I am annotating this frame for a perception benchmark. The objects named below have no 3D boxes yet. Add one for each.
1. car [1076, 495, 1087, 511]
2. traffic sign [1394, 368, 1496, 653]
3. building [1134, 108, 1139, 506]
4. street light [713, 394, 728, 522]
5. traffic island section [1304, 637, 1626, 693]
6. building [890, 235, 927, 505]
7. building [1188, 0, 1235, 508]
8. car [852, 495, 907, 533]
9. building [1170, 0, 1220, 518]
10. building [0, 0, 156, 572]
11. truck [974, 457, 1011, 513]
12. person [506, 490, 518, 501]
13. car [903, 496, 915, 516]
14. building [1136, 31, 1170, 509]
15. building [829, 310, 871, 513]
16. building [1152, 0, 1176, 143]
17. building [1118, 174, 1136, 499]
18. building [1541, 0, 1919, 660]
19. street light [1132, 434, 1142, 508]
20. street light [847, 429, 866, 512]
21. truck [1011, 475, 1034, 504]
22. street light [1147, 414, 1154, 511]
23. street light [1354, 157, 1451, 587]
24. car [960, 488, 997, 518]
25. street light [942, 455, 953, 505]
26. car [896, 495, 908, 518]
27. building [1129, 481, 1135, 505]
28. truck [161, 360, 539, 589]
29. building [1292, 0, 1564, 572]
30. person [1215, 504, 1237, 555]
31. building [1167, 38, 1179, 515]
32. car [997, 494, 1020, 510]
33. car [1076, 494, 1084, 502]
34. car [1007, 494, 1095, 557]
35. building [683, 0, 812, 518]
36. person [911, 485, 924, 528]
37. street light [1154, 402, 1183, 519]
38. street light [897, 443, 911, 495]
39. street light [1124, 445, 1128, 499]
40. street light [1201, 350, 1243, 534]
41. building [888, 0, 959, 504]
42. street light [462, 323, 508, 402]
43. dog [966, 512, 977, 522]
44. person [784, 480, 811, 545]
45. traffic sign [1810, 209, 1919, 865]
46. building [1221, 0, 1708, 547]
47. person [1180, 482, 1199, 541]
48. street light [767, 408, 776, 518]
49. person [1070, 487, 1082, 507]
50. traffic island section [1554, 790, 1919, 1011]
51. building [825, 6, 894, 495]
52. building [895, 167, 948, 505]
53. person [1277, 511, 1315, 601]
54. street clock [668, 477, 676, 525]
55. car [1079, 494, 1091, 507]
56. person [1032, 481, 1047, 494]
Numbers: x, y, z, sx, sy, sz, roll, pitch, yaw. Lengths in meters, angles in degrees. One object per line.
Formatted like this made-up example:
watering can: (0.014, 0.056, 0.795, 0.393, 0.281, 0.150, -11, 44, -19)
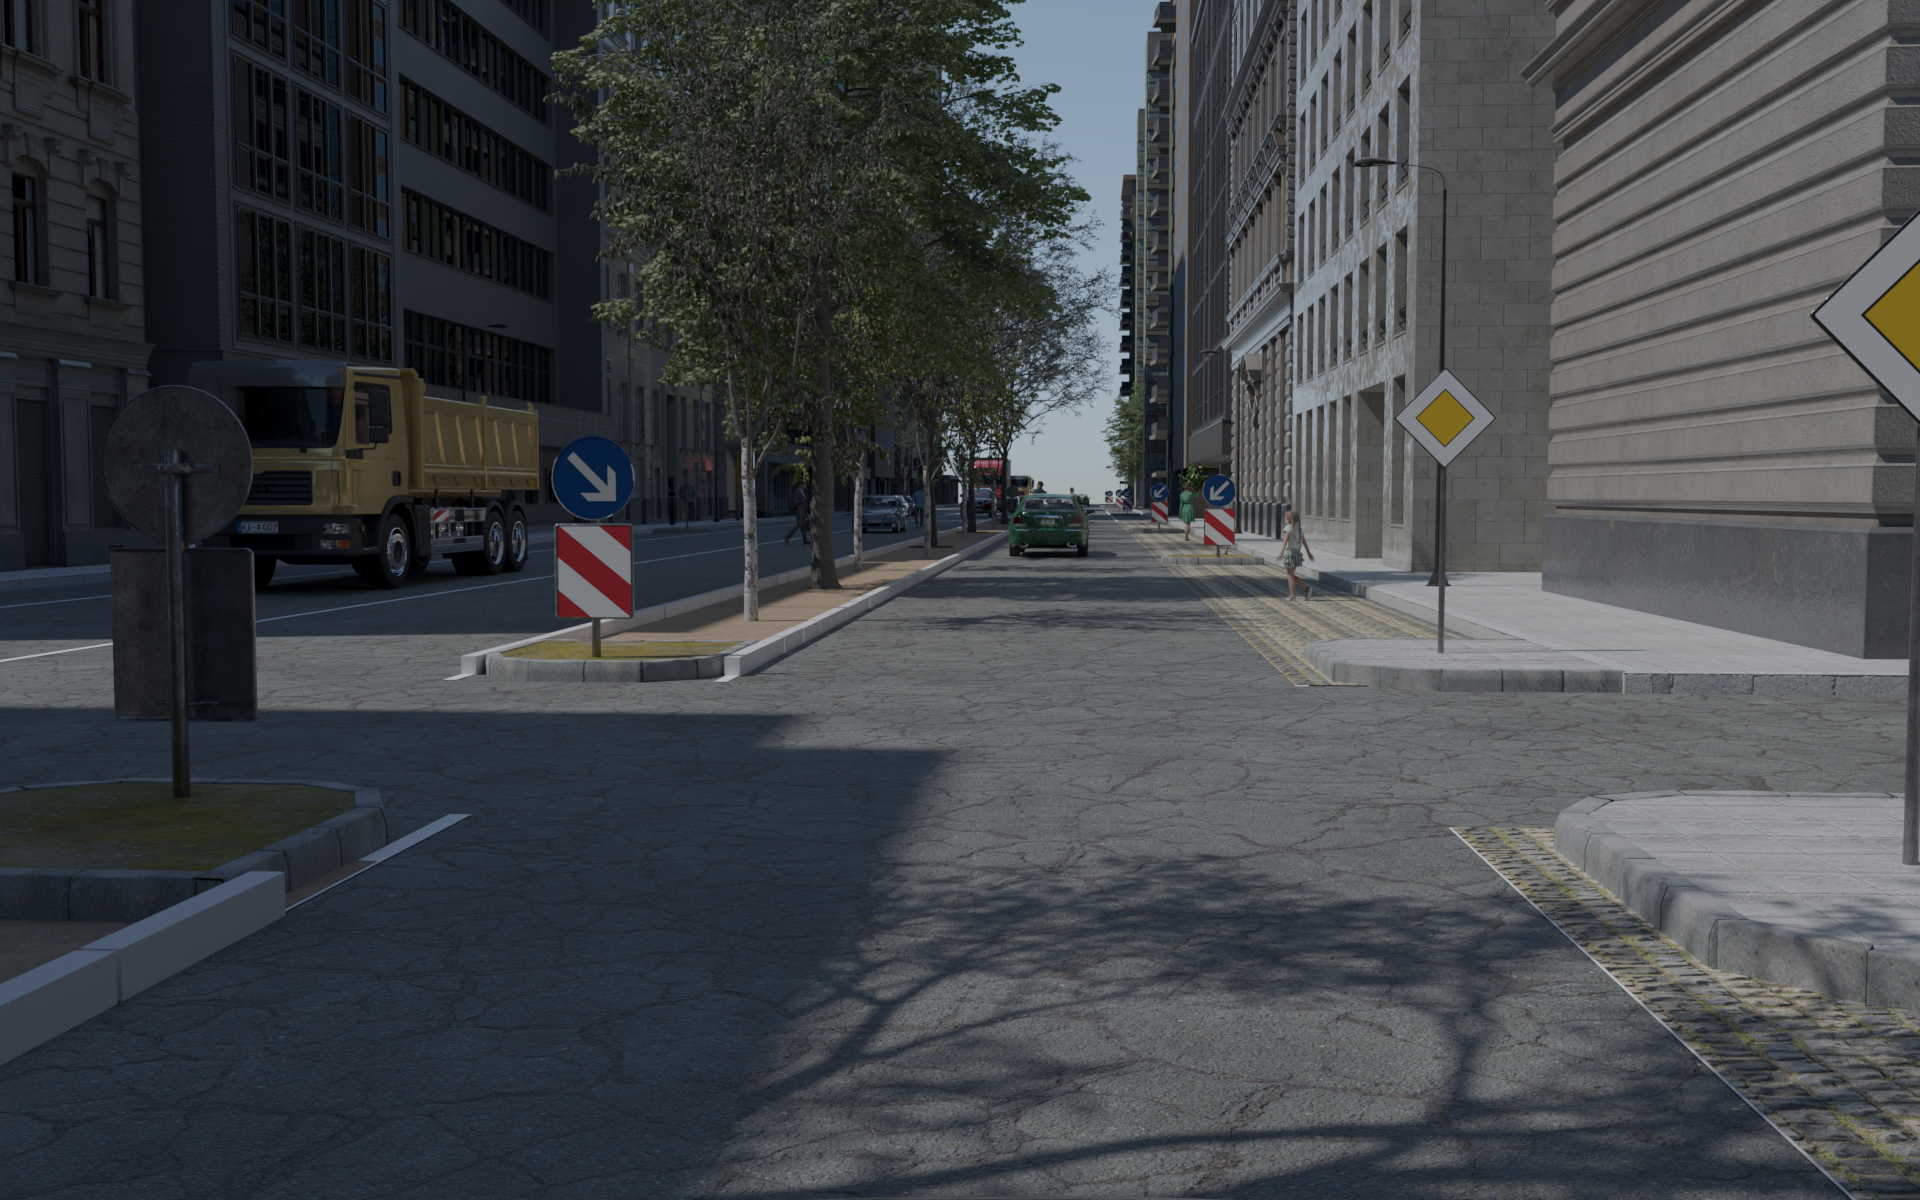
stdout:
car: (5.332, -4.706, 86.735, 2.009, 1.686, 4.222, 0, 4, 6)
traffic sign: (3.874, -0.628, 13.904, 0.795, 2.450, 0.064, 0, 4, 4)
building: (25.903, -30.757, 186.476, 14.154, 41.232, 14.086, 0, 4, 4)
street light: (-10.618, -6.520, 79.145, 1.470, 5.913, 1.316, 0, 4, 4)
traffic island section: (3.898, 0.508, 13.980, 2.009, 0.180, 2.903, 0, 4, 4)
building: (-10.821, -25.034, 181.005, 14.160, 30.474, 14.107, 0, 4, 4)
building: (17.955, -17.287, 76.149, 14.314, 27.812, 24.014, 0, 4, 4)
car: (-2.998, -3.241, 64.989, 2.014, 1.417, 4.499, 0, 4, 3)
building: (19.582, -27.439, 98.735, 14.600, 45.320, 14.200, 0, 4, 4)
building: (-20.700, -10.692, 23.969, 9.793, 20.994, 18.267, 0, 4, 4)
truck: (2.461, -8.923, 134.801, 2.839, 4.237, 11.283, 0, 4, 5)
person: (-11.615, -2.208, 44.813, 0.699, 1.804, 1.509, -1, 4, -8)
car: (-3.955, -6.144, 113.033, 1.945, 1.354, 3.894, 0, 4, 6)
building: (23.643, -28.933, 156.654, 14.154, 41.232, 14.086, 0, 4, 4)
building: (-22.137, -17.267, 127.355, 27.650, 21.520, 28.899, 0, 4, 4)
building: (26.116, -29.316, 133.946, 22.147, 44.769, 28.867, 0, 4, 4)
building: (32.497, -35.328, 232.229, 22.147, 44.769, 28.867, 0, 4, 4)
building: (16.576, -11.495, 16.822, 19.941, 23.489, 11.050, 0, 4, 4)
street light: (14.132, -9.828, 133.225, 1.470, 5.913, 1.316, 0, 4, 4)
street light: (-7.439, -9.280, 124.273, 1.470, 5.913, 1.316, 0, 4, 4)
truck: (6.194, -11.318, 180.974, 3.469, 3.379, 9.791, 0, 4, 5)
street light: (11.618, -7.849, 100.880, 1.470, 5.913, 1.316, 0, 4, 4)
street light: (6.134, -3.149, 24.033, 1.470, 5.913, 1.316, 0, 4, 4)
car: (1.169, -6.041, 107.439, 2.281, 1.827, 5.304, 0, 4, 4)
street light: (-1.447, -14.332, 206.874, 1.470, 5.913, 1.316, 0, 4, 4)
car: (-4.123, -5.602, 103.960, 2.083, 1.381, 4.827, 0, 4, 2)
building: (36.433, -31.384, 205.013, 32.217, 40.220, 23.993, 0, 4, 4)
truck: (-9.571, -1.977, 28.244, 3.469, 3.379, 9.791, 0, 4, 4)
building: (13.212, -11.077, 35.855, 10.420, 20.320, 16.860, 0, 4, 4)
person: (6.176, -1.630, 40.172, 0.505, 1.210, 0.382, -2, 4, -35)
building: (20.592, -20.892, 113.280, 14.160, 30.474, 14.107, 0, 4, 4)
car: (4.220, -8.912, 154.387, 2.281, 1.827, 5.304, 0, 4, 4)
car: (11.516, -10.098, 175.318, 2.015, 1.641, 3.980, 0, 4, 3)
car: (2.139, -1.788, 41.028, 2.131, 1.459, 4.920, 0, 4, 4)
building: (-20.119, -29.200, 101.114, 21.300, 48.544, 21.600, 0, 4, 4)
person: (-1.734, -3.959, 73.254, 0.660, 1.820, 0.620, -1, 4, -12)
street light: (10.709, -7.042, 87.673, 1.470, 5.913, 1.316, 0, 4, 4)
street light: (-5.079, -11.249, 156.459, 1.470, 5.913, 1.316, 0, 4, 4)
street light: (16.316, -11.775, 165.069, 1.470, 5.913, 1.316, 0, 4, 4)
street light: (8.438, -5.095, 55.852, 1.470, 5.913, 1.316, 0, 4, 4)
building: (-10.694, -48.258, 227.271, 20.563, 71.187, 20.611, 0, 4, 4)
street light: (-13.006, -4.574, 47.332, 1.470, 5.913, 1.316, 0, 4, 4)
dog: (0.565, -4.274, 89.165, 0.406, 0.507, 0.540, 3, 5, 39)
person: (-4.564, -2.494, 49.249, 0.822, 1.834, 0.622, 0, 4, 5)
traffic sign: (3.292, -0.141, 5.941, 0.795, 2.450, 0.064, 0, 4, 4)
building: (14.179, -13.802, 54.537, 11.050, 23.489, 19.941, 0, 4, 4)
person: (6.906, -2.681, 52.588, 0.600, 1.795, 0.529, 2, 4, 32)
street light: (-9.688, -7.293, 91.782, 1.470, 5.913, 1.316, 0, 4, 4)
person: (5.140, -4.218, 78.139, 0.731, 1.740, 0.598, 1, 4, 10)
traffic island section: (3.316, 0.995, 6.016, 2.009, 0.180, 2.903, 0, 4, 4)
building: (-13.279, -30.424, 147.550, 14.600, 45.320, 14.200, 0, 4, 4)
building: (-13.000, -33.541, 203.018, 22.147, 44.769, 28.867, 0, 4, 4)
person: (4.430, -0.577, 22.950, 0.505, 1.210, 0.382, -3, 5, -44)
street clock: (-11.961, -4.121, 71.941, 0.358, 2.002, 0.471, 0, 4, 4)
car: (13.959, -11.443, 198.883, 2.131, 1.459, 4.920, 0, 4, 5)
person: (2.433, -2.861, 55.080, 0.655, 1.846, 0.447, -2, 4, -32)
